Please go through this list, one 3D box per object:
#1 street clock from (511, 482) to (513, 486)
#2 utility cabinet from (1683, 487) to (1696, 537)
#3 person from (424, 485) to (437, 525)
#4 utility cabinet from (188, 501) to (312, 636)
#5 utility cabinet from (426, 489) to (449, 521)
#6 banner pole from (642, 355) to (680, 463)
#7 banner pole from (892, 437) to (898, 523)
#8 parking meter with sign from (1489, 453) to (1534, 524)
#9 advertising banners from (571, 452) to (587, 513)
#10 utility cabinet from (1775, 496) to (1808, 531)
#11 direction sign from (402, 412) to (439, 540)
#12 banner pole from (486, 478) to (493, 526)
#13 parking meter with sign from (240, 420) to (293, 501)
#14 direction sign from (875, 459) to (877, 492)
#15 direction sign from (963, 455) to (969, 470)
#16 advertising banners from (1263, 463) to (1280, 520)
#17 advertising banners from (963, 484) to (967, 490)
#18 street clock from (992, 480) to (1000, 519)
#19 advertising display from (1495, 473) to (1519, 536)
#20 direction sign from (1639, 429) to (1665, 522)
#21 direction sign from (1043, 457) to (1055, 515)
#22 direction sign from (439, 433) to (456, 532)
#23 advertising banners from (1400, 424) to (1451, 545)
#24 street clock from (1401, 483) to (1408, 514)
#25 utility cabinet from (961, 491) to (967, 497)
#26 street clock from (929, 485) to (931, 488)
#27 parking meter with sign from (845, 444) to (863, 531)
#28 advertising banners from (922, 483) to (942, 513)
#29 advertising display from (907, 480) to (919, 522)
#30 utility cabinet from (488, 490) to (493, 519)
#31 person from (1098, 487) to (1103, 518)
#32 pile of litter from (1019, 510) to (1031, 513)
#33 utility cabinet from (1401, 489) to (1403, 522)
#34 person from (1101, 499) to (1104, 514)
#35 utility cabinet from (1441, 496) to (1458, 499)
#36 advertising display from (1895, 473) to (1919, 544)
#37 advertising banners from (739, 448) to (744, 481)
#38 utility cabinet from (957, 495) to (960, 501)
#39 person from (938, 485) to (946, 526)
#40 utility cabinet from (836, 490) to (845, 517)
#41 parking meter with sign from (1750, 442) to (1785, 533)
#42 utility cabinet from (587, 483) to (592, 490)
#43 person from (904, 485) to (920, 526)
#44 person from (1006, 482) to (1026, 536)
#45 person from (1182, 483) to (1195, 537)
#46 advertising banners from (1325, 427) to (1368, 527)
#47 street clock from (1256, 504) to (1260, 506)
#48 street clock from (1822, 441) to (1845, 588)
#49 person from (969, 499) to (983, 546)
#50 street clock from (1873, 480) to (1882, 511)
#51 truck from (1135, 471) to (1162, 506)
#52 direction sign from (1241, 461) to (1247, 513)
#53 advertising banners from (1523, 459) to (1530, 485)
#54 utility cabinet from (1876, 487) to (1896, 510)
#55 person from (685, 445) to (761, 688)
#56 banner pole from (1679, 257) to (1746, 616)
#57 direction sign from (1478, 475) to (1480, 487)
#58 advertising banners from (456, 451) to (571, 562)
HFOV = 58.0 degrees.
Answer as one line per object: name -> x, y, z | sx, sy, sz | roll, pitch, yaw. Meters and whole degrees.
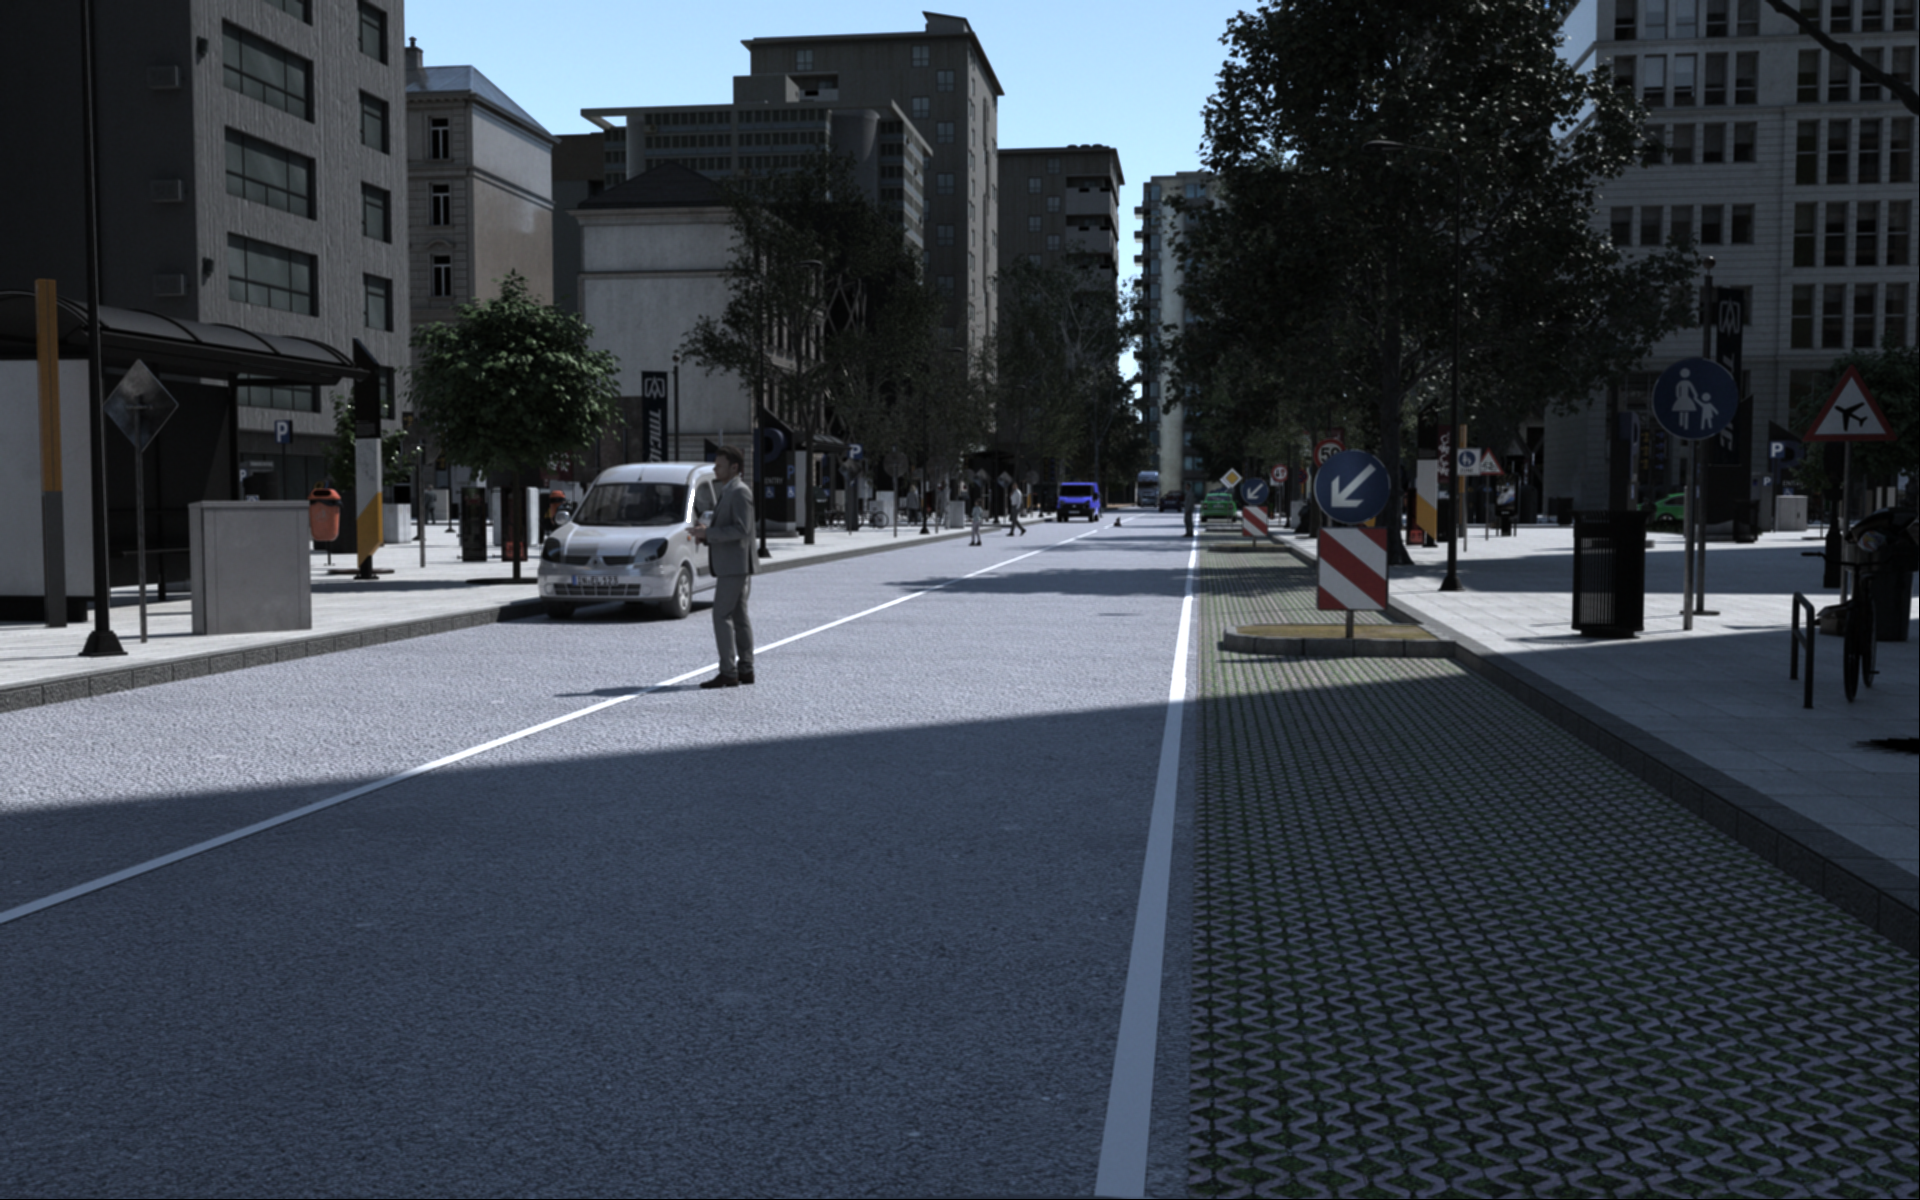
street clock -> -24.585, -5.573, 95.696 | 0.471, 2.002, 0.358 | 3, 4, 36
utility cabinet -> 21.722, -2.554, 50.442 | 1.173, 1.500, 0.318 | 1, 4, 22
person -> -22.160, -3.887, 72.226 | 0.590, 1.801, 0.661 | 2, 4, 29
utility cabinet -> -6.593, -0.302, 16.106 | 0.306, 1.237, 1.020 | 3, 5, 43
utility cabinet -> -24.893, -4.524, 82.653 | 1.173, 1.500, 0.318 | 1, 4, 19
banner pole -> -5.316, -2.515, 31.145 | 0.863, 3.779, 0.401 | -2, 4, -23
banner pole -> -2.859, -5.277, 76.291 | 0.401, 3.779, 0.863 | -1, 4, -20
parking meter with sign -> 23.327, -4.711, 73.281 | 1.738, 3.016, 0.543 | 2, 4, 26
advertising banners -> -7.446, -2.391, 35.284 | 2.074, 3.025, 0.090 | 1, 4, 23
utility cabinet -> 28.575, -2.959, 59.545 | 1.020, 1.237, 0.306 | 0, 4, -7
direction sign -> -15.021, -3.423, 47.968 | 0.379, 3.537, 0.876 | 3, 5, 40
banner pole -> -19.058, -4.865, 69.552 | 0.863, 3.779, 0.401 | 1, 4, 18
parking meter with sign -> -16.391, -2.690, 40.240 | 0.543, 3.016, 1.738 | 2, 4, 32
direction sign -> -4.738, -6.475, 97.861 | 0.379, 3.537, 0.876 | -1, 4, -10
direction sign -> 0.632, -6.640, 100.554 | 0.876, 3.537, 0.379 | 1, 4, 13
advertising banners -> 15.722, -5.573, 87.302 | 0.090, 3.025, 2.074 | -1, 4, -17
advertising banners -> 0.658, -6.575, 103.683 | 0.090, 3.025, 2.074 | 2, 4, 30
street clock -> 1.858, -5.188, 89.391 | 0.358, 2.002, 0.471 | 2, 4, 35
advertising display -> 16.689, -2.915, 52.866 | 0.123, 1.923, 0.974 | -1, 4, -20
direction sign -> 24.129, -4.188, 60.463 | 0.876, 3.537, 0.379 | 0, 4, -3
direction sign -> 5.450, -6.967, 105.903 | 0.876, 3.537, 0.379 | 3, 5, 41
direction sign -> -17.085, -4.034, 57.948 | 0.876, 3.537, 0.379 | 0, 4, -7
advertising banners -> 11.434, -2.893, 43.493 | 2.074, 3.025, 0.090 | 0, 4, -6
street clock -> 28.870, -6.607, 112.602 | 0.358, 2.002, 0.471 | 3, 5, 43
utility cabinet -> 0.651, -7.774, 135.783 | 1.173, 1.500, 0.318 | 1, 4, 9
street clock -> -2.591, -8.393, 141.795 | 0.358, 2.002, 0.471 | -2, 4, -28
parking meter with sign -> -3.782, -3.944, 60.746 | 0.543, 3.016, 1.738 | -1, 4, -11
advertising banners -> -2.055, -7.056, 111.549 | 2.074, 3.025, 0.090 | -1, 4, -14
advertising display -> -2.127, -4.489, 78.613 | 0.123, 1.923, 0.974 | 2, 4, 23
utility cabinet -> -22.935, -4.740, 86.174 | 1.173, 1.500, 0.318 | 2, 4, 33
person -> 8.157, -5.782, 103.023 | 0.713, 1.824, 0.794 | -2, 4, -31
pile of litter -> 4.243, -6.297, 116.925 | 1.176, 0.858, 1.719 | -3, 5, -43
utility cabinet -> 19.740, -4.249, 78.157 | 0.318, 1.500, 1.173 | 0, 4, 7
person -> 10.134, -7.098, 125.227 | 0.598, 1.740, 0.731 | 2, 4, 27
utility cabinet -> 18.061, -3.232, 64.004 | 0.306, 1.237, 1.020 | 0, 4, -4
advertising display -> 20.008, -1.900, 36.271 | 0.123, 1.923, 0.974 | -1, 4, -16
advertising banners -> -8.888, -4.332, 67.017 | 0.090, 3.025, 2.074 | -3, 4, -38
utility cabinet -> -0.548, -7.771, 138.217 | 1.020, 1.237, 0.306 | 0, 4, 3
person -> -0.640, -3.720, 69.448 | 0.709, 1.813, 0.853 | 1, 4, 12
utility cabinet -> -6.852, -5.378, 96.613 | 1.173, 1.500, 0.318 | 3, 5, 45
parking meter with sign -> 27.093, -3.806, 58.482 | 0.543, 3.016, 1.738 | 0, 4, -3
utility cabinet -> -6.826, -1.580, 34.516 | 1.173, 1.500, 0.318 | 1, 4, 17
person -> -2.045, -3.888, 72.249 | 0.709, 1.800, 0.728 | 1, 4, 23
person -> 1.906, -3.105, 59.363 | 0.850, 1.850, 0.679 | -2, 4, -29
person -> 7.656, -3.014, 57.874 | 0.391, 1.810, 0.635 | 0, 4, -5
advertising banners -> 10.478, -2.985, 44.993 | 2.074, 3.025, 0.090 | 2, 4, 29
street clock -> 15.589, -5.257, 90.527 | 0.358, 2.002, 0.471 | -2, 4, -34
street clock -> 11.933, -1.166, 23.627 | 0.358, 2.002, 0.471 | 3, 5, 40
person -> 0.434, -2.158, 48.055 | 0.394, 1.301, 0.425 | 2, 4, 28
street clock -> 32.760, -3.497, 61.749 | 0.358, 2.002, 0.471 | 0, 4, 4
truck -> 23.000, -13.374, 208.416 | 2.967, 4.110, 18.799 | 1, 4, 9
direction sign -> 19.549, -7.772, 119.066 | 0.379, 3.537, 0.876 | 2, 4, 28
advertising banners -> 27.807, -5.523, 86.491 | 0.090, 3.025, 2.074 | -1, 4, -16
utility cabinet -> 29.577, -2.810, 54.616 | 1.173, 1.500, 0.318 | 3, 4, 37
person -> -1.796, -0.262, 12.981 | 0.583, 1.804, 0.606 | -1, 4, -21
banner pole -> 8.089, -1.742, 18.491 | 0.863, 3.779, 0.401 | -2, 4, -32
direction sign -> 29.993, -6.613, 100.123 | 0.379, 3.537, 0.876 | 1, 4, 13
advertising banners -> -8.514, -2.246, 32.905 | 2.074, 3.025, 0.090 | 0, 4, -3
